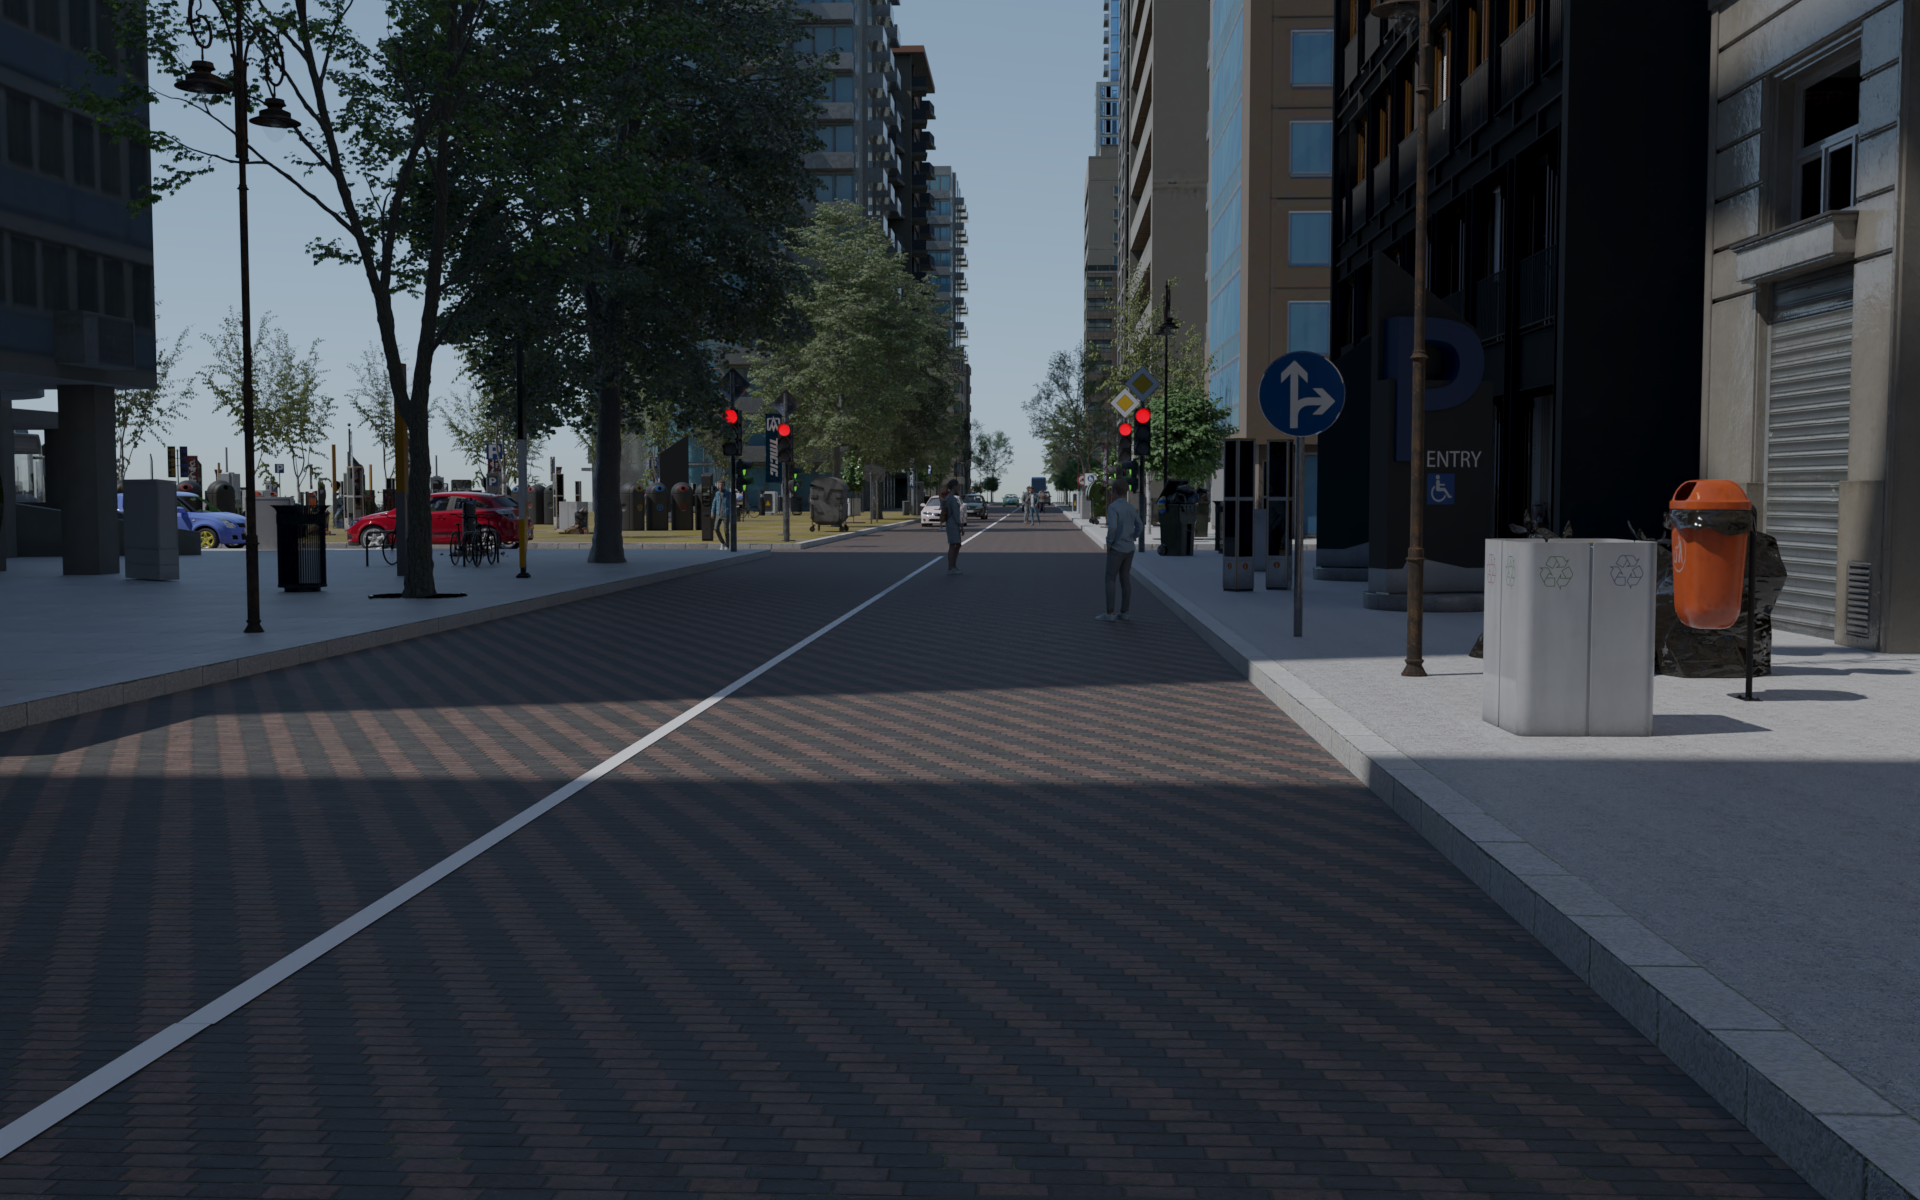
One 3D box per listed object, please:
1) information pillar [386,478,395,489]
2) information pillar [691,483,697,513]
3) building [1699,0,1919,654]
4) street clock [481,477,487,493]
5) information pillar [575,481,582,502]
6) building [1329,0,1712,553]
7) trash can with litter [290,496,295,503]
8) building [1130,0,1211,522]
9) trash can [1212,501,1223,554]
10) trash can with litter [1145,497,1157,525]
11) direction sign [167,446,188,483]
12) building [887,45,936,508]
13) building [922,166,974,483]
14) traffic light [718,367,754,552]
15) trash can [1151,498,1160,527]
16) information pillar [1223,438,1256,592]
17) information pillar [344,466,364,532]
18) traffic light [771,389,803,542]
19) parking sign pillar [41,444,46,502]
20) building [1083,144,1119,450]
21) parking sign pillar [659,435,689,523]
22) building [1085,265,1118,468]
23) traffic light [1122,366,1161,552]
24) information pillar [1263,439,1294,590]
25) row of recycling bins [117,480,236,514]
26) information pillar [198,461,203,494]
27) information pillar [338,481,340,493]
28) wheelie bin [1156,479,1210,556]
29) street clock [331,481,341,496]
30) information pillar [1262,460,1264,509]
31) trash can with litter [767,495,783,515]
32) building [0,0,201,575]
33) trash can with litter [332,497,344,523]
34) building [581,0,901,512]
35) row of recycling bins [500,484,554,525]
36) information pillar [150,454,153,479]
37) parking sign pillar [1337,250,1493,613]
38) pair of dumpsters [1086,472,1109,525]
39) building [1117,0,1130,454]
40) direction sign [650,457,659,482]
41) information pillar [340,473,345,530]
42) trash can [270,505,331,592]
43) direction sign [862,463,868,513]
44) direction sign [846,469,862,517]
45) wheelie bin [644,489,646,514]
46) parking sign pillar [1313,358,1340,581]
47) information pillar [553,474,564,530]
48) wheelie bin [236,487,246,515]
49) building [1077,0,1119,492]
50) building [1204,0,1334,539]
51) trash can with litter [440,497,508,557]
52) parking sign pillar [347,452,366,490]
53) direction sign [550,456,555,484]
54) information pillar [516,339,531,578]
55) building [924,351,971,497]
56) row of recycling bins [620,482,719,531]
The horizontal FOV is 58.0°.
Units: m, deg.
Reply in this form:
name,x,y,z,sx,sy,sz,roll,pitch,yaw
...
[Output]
name,x,y,z,sx,sy,sz,roll,pitch,yaw
information pillar,-25.822,-4.531,78.578,0.304,2.012,0.304,1,4,9
information pillar,-17.949,-6.874,116.876,0.304,2.012,0.304,-2,4,-26
building,14.201,-10.368,2.798,16.112,22.955,30.059,0,4,3
street clock,-20.370,-4.284,74.610,0.471,2.002,0.358,2,4,27
information pillar,-21.397,-5.665,97.113,0.304,2.012,0.304,0,4,2
building,13.226,-12.028,26.330,12.332,23.373,15.834,0,4,3
trash can with litter,-47.159,-6.731,121.440,1.055,1.170,0.624,1,4,12
building,19.751,-28.335,86.986,21.300,48.544,21.600,0,4,3
trash can,5.804,-1.572,37.361,0.748,1.137,0.748,0,3,0
trash can with litter,7.856,-3.671,71.405,0.624,1.170,1.055,-1,4,-18
direction sign,-36.972,-5.500,81.916,0.876,3.537,0.379,-1,4,-17
building,-13.808,-31.383,167.731,22.147,44.769,28.867,0,4,3
building,-10.137,-38.739,252.994,23.786,49.044,30.456,0,4,3
traffic light,-5.023,-3.029,38.451,0.839,4.253,0.868,0,4,3
trash can,7.806,-3.451,68.072,0.748,1.137,0.748,0,3,0
information pillar,3.676,-1.121,22.821,0.304,2.012,0.304,-2,4,-30
information pillar,-16.084,-2.544,46.082,0.304,2.012,0.304,3,4,36
traffic light,-4.646,-3.517,46.428,0.839,4.253,0.868,0,4,3
parking sign pillar,-35.044,-4.811,67.132,1.447,3.967,1.447,2,4,35
building,27.777,-37.426,235.611,21.300,48.544,21.600,0,4,3
parking sign pillar,-12.891,-5.480,78.075,1.447,3.967,1.447,-1,4,-13
building,22.793,-27.331,218.557,14.160,30.474,14.107,0,4,3
traffic light,3.979,-3.004,38.043,0.839,4.253,0.868,0,4,3
information pillar,4.284,-1.145,23.216,0.304,2.012,0.304,1,4,22
row of recycling bins,-23.309,-2.694,51.166,3.534,1.692,1.069,-1,4,-23
information pillar,-49.654,-7.442,113.023,0.183,3.616,0.504,1,4,18
information pillar,-34.611,-5.669,97.175,0.304,2.012,0.304,-2,4,-34
wheelie bin,4.552,-1.718,35.995,0.980,1.594,0.693,-3,5,-43
street clock,-33.969,-5.487,94.288,0.471,2.002,0.358,-3,5,-44
information pillar,6.677,-2.004,37.250,0.304,2.012,0.304,2,4,24
trash can with litter,-11.292,-5.859,106.852,1.678,1.210,2.233,2,4,27
building,-25.057,-20.166,21.600,23.993,40.220,32.217,0,4,3
trash can with litter,-26.299,-3.807,73.632,0.624,1.170,1.055,0,4,-4
building,-16.415,-31.676,137.506,23.786,49.044,30.456,0,4,3
row of recycling bins,-18.217,-4.037,73.112,3.534,1.692,1.069,2,4,26
information pillar,-46.658,-6.645,100.007,0.183,3.616,0.504,-2,4,-34
parking sign pillar,5.263,-1.887,19.329,1.447,3.967,1.447,-1,4,-16
pair of dumpsters,6.183,-4.357,73.730,1.574,2.255,4.437,0,4,3
building,25.109,-45.481,181.872,20.563,71.187,20.611,0,4,3
direction sign,-18.596,-6.941,105.487,0.876,3.537,0.379,3,5,43
information pillar,-20.896,-3.354,59.329,0.304,2.012,0.304,3,4,38
trash can,-8.656,-0.680,22.772,0.748,1.137,0.748,0,3,0
direction sign,-6.835,-7.835,120.095,0.876,3.537,0.379,0,4,-1
direction sign,-6.125,-6.459,97.605,0.876,3.537,0.379,-1,4,-19
wheelie bin,-20.487,-6.436,113.138,0.980,1.594,0.693,2,4,31
parking sign pillar,6.038,-2.290,25.919,1.447,3.967,1.447,2,4,27
information pillar,-14.364,-3.518,62.006,0.304,2.012,0.304,-2,4,-33
wheelie bin,-32.075,-4.275,77.805,0.980,1.594,0.693,2,4,27
building,29.271,-58.027,261.406,22.319,86.520,31.000,0,4,3
building,15.550,-24.735,54.526,14.200,45.320,14.600,0,4,3
trash can with litter,-10.043,-1.543,36.280,1.678,1.210,2.233,0,4,3
parking sign pillar,-38.464,-7.458,110.410,1.447,3.967,1.447,1,4,15
direction sign,-24.601,-6.892,104.681,0.379,3.537,0.876,-2,4,-30
information pillar,-6.707,-2.152,26.539,0.183,3.616,0.504,0,4,-8
building,-12.920,-23.197,224.310,27.650,21.520,28.899,0,4,3
row of recycling bins,-10.242,-3.295,60.990,3.534,1.692,1.069,-2,4,-24
